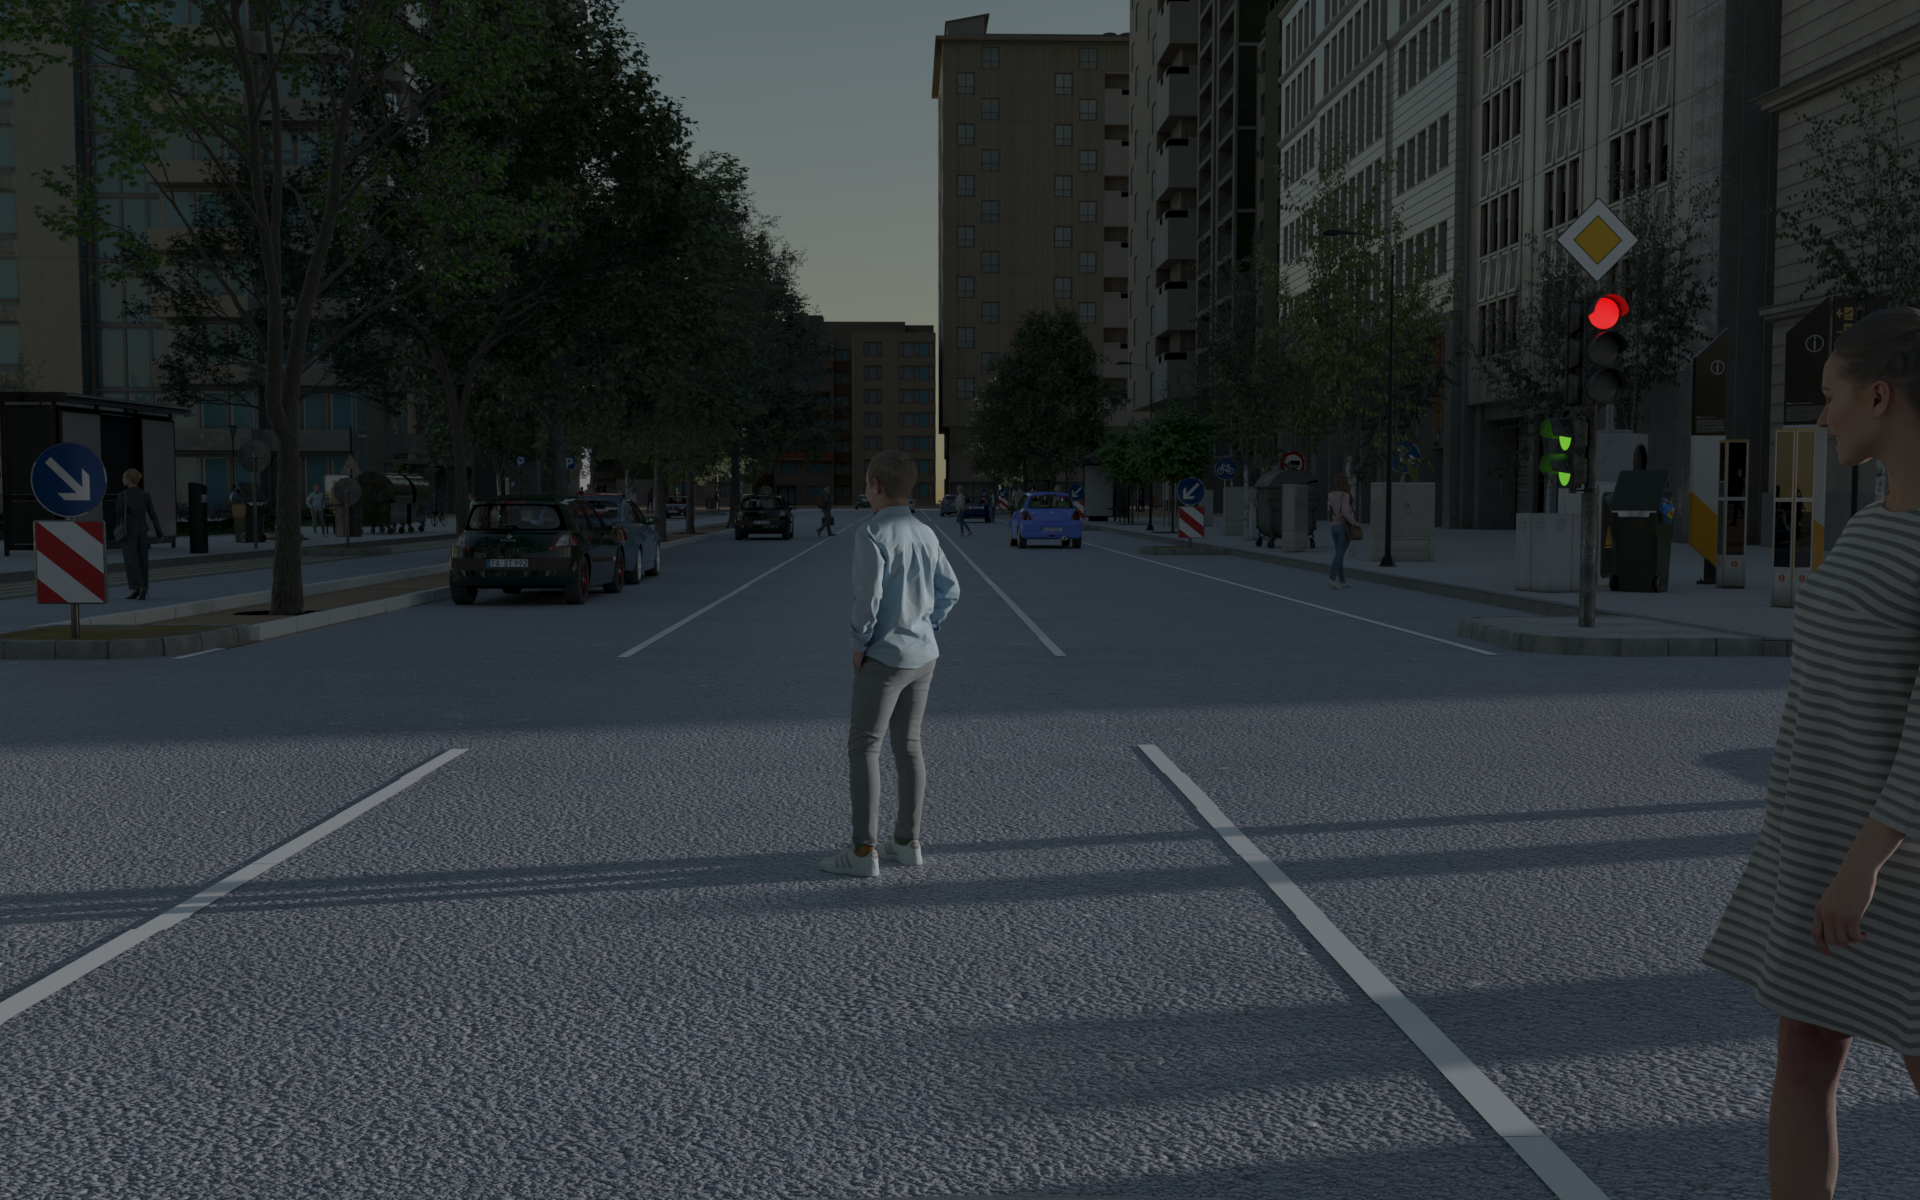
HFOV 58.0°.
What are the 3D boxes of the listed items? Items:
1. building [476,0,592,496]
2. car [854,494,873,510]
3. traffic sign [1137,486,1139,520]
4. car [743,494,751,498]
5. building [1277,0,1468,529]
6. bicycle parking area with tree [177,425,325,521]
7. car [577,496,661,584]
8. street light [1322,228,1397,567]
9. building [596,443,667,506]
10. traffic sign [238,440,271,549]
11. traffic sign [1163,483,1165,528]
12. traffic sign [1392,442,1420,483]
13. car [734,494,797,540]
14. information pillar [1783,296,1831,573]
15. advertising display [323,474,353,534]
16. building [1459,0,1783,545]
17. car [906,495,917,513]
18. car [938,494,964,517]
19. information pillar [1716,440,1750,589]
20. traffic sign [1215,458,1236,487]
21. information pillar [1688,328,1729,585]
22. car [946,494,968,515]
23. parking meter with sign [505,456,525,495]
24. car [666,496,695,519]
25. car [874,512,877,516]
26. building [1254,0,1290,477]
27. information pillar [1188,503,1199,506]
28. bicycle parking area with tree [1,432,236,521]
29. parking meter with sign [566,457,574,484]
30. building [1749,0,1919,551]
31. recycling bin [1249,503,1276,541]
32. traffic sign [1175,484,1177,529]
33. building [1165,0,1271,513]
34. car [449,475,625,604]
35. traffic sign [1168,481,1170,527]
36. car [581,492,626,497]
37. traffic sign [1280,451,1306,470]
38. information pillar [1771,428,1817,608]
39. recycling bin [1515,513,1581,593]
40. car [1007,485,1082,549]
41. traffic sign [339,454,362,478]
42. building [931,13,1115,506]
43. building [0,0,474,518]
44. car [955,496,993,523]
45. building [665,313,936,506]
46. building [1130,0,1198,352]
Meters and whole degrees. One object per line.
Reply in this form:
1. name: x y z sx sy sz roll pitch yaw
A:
1. building: -45.524 -36.823 144.047 28.212 58.520 21.231 0 4 -2
2. car: -8.726 -9.022 159.308 2.131 1.459 4.920 0 4 -3
3. traffic sign: 8.879 -5.288 86.463 0.884 2.594 0.081 0 4 6
4. car: -14.209 -6.520 116.817 2.015 1.641 3.980 0 4 -3
5. building: 22.818 -18.340 77.344 11.434 29.767 29.804 0 4 -2
6. bicycle parking area with tree: -30.454 -5.390 75.129 9.016 4.147 8.231 1 4 16
7. car: -6.028 -1.021 28.701 2.014 1.417 4.499 0 4 -4
8. street light: 7.036 -3.544 30.481 1.470 5.913 1.316 0 4 -2
9. building: -39.125 -25.670 191.400 14.107 30.474 14.160 0 4 -2
10. traffic sign: -16.519 -2.474 40.563 0.768 2.556 0.104 0 4 -1
11. traffic sign: 7.801 -4.048 66.186 0.884 2.594 0.081 0 4 5
12. traffic sign: 10.798 -2.574 42.184 0.768 2.556 0.104 0 4 5
13. car: -6.230 -2.784 55.305 2.009 1.686 4.222 0 4 -3
14. information pillar: 10.112 -1.795 20.704 0.504 3.616 0.183 3 5 40
15. advertising display: -19.856 -3.065 55.333 0.974 1.923 0.123 1 4 14
16. building: 24.512 -14.354 52.714 12.078 24.808 19.932 0 4 -2
17. car: -4.348 -7.281 131.412 2.083 1.381 4.827 0 4 0
18. car: -0.404 -6.103 111.783 2.014 1.417 4.499 0 4 -2
19. information pillar: 10.483 -1.163 23.509 0.304 2.012 0.304 0 4 7
20. traffic sign: 9.393 -3.745 61.330 0.768 2.556 0.104 0 4 4
21. information pillar: 10.614 -2.030 24.548 0.504 3.616 0.183 0 4 -6
22. car: -0.089 -6.687 119.111 2.009 1.686 4.222 0 4 -3
23. parking meter with sign: -20.961 -5.146 80.403 1.738 3.016 0.543 2 4 35
24. car: -16.567 -5.442 101.552 1.945 1.354 3.894 0 4 -1
25. car: -4.811 -6.413 114.437 1.945 1.707 3.694 0 4 -1
26. building: 24.431 -20.211 102.153 14.160 30.474 14.107 0 4 -2
27. information pillar: 9.075 -3.839 67.261 0.304 2.012 0.304 -2 4 -31
28. bicycle parking area with tree: -40.974 -5.861 82.829 9.016 4.147 8.231 1 4 16
29. parking meter with sign: -18.996 -5.266 82.368 0.543 3.016 1.738 -3 5 -41
30. building: 30.819 -15.152 35.128 23.554 28.519 14.401 0 4 -2
31. recycling bin: 8.347 -2.171 48.051 0.722 1.027 0.722 0 4 -5
32. traffic sign: 7.836 -3.842 62.813 0.884 2.594 0.081 0 4 -1
33. building: 25.961 -41.596 118.338 20.563 71.187 20.611 0 4 -2
34. car: -5.749 -0.862 23.874 2.009 1.686 4.222 0 4 -1
35. traffic sign: 8.141 -4.127 67.474 0.884 2.594 0.081 0 4 4
36. car: -11.534 -2.859 55.788 2.155 1.783 4.494 0 4 -1
37. traffic sign: 9.809 -3.123 51.173 0.768 2.556 0.104 0 4 1
38. information pillar: 9.403 -0.921 19.545 0.304 2.012 0.304 -1 4 -20
39. recycling bin: 7.831 -0.629 22.834 0.722 1.027 0.722 -1 4 -19
40. car: 2.279 -2.282 46.909 1.945 1.707 3.694 0 4 -4
41. traffic sign: -19.916 -3.461 56.594 0.884 2.594 0.081 0 4 7
42. building: 10.687 -37.346 199.842 27.495 52.752 28.713 0 4 -2
43. building: -42.484 -29.675 104.796 23.786 49.044 30.456 0 4 -2
44. car: 0.731 -4.564 87.205 1.945 1.354 3.894 0 4 -3
45. building: -17.459 -21.635 198.766 28.899 21.520 27.650 0 4 -2
46. building: 28.944 -33.880 143.177 28.713 52.752 27.495 0 4 -2
